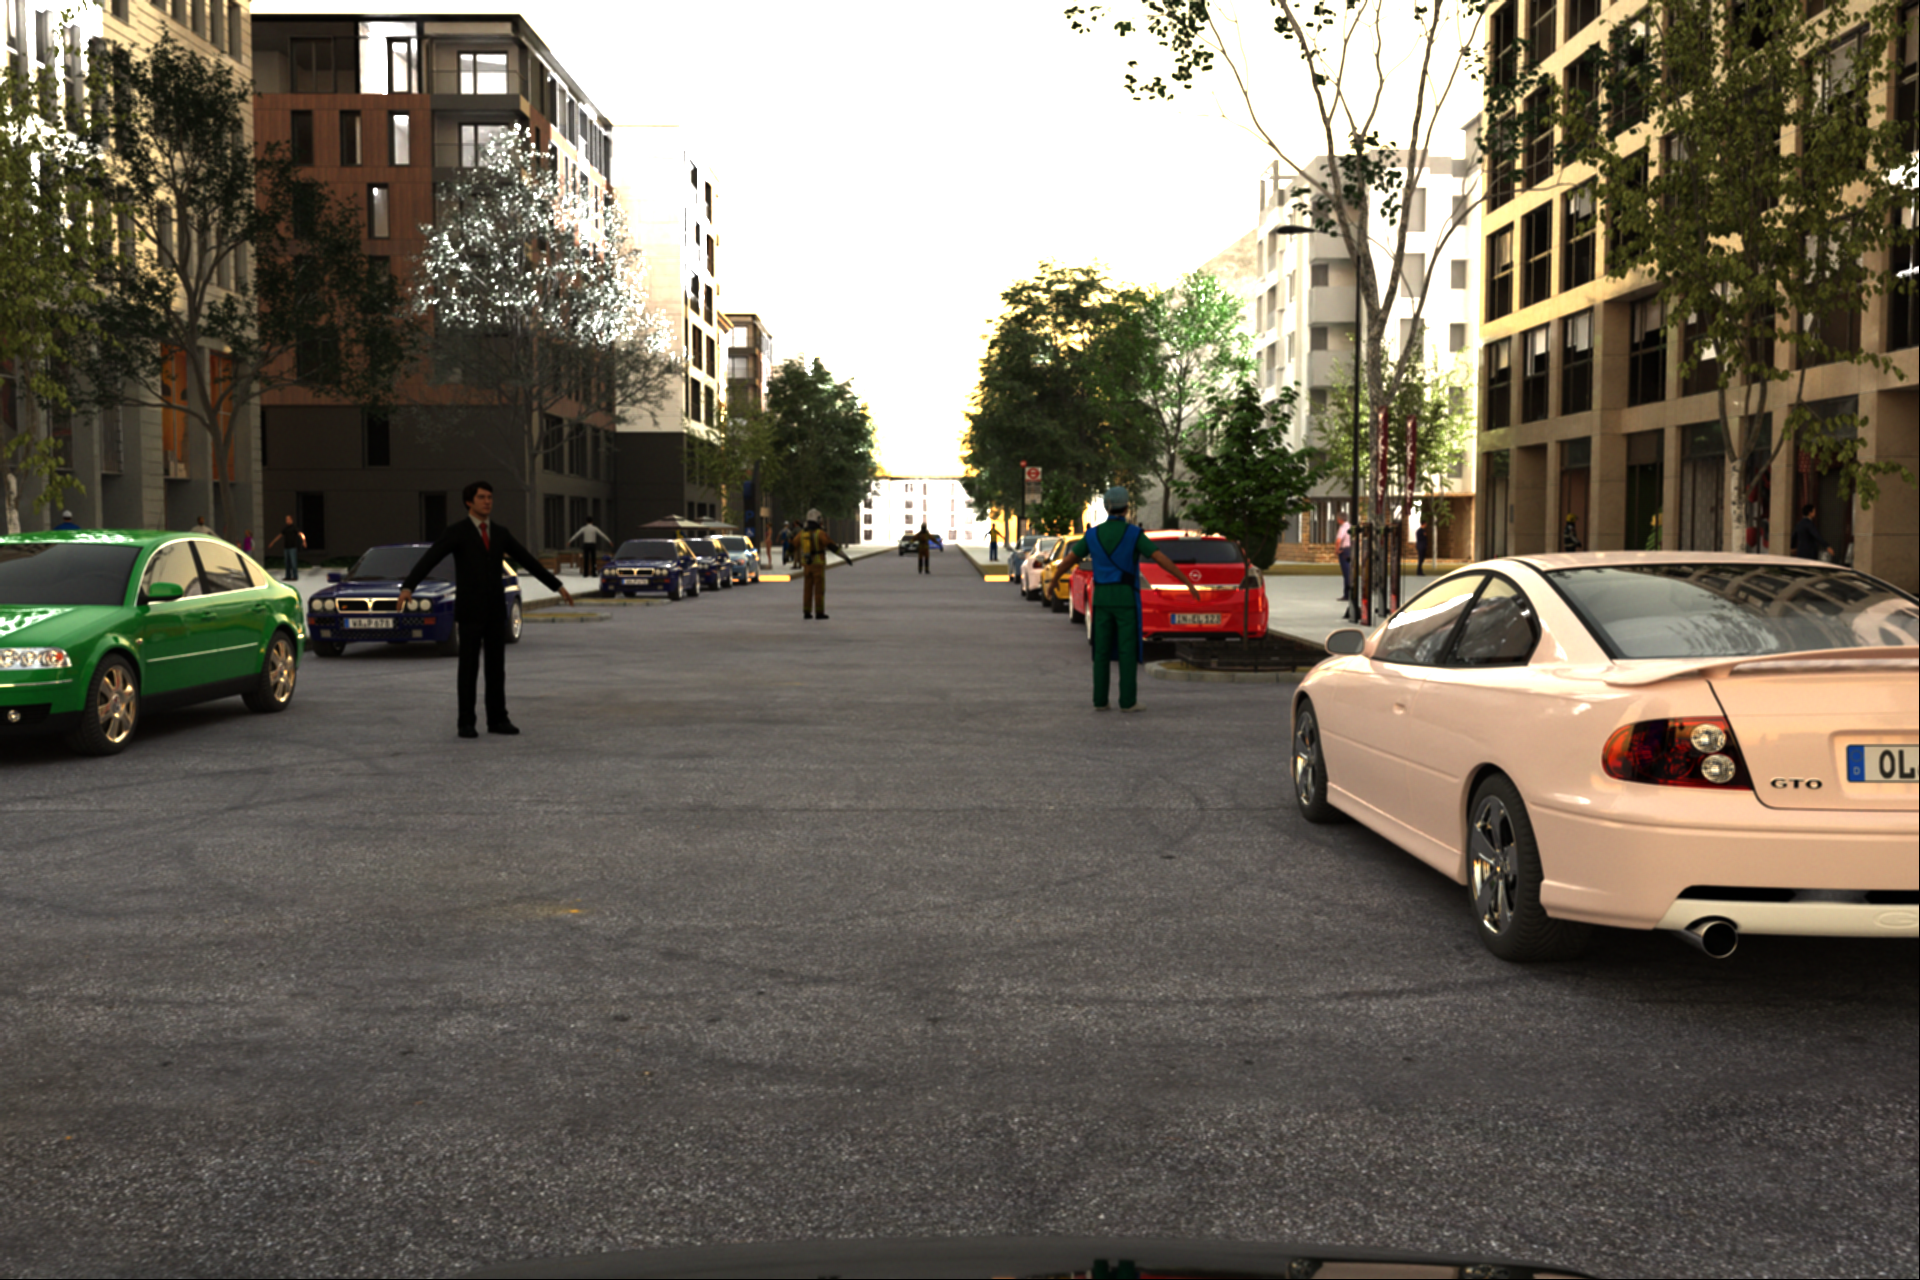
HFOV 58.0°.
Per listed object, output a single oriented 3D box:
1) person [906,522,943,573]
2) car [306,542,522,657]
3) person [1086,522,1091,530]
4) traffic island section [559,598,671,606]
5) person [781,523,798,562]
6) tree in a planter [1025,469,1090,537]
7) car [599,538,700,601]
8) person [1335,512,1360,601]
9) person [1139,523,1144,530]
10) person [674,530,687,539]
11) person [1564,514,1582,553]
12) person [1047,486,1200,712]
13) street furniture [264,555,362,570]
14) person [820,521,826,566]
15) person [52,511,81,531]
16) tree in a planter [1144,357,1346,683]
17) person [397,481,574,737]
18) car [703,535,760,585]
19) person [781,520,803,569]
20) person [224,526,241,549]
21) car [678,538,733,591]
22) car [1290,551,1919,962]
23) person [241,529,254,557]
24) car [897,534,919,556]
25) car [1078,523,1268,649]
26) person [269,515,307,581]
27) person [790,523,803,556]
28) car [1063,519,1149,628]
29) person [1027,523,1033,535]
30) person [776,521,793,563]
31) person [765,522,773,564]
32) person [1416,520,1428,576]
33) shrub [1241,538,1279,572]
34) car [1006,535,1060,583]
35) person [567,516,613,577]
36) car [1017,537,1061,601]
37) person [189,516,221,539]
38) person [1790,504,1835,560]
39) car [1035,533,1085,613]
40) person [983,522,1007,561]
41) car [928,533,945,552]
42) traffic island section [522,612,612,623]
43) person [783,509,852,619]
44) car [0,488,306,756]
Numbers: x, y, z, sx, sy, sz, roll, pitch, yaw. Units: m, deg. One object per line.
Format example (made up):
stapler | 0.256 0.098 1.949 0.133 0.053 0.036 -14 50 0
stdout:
person | -1.313 -3.349 62.983 1.354 1.858 0.705 -1 4 -15
car | -6.676 -0.543 21.464 1.945 1.354 3.894 0 3 0
person | 6.270 -4.834 84.823 0.705 1.856 1.354 3 5 39
traffic island section | -6.959 -0.761 35.306 1.991 0.108 1.994 0 4 1
person | -7.491 -4.419 78.473 1.346 1.802 0.704 1 4 12
tree in a planter | 2.698 -3.111 48.080 1.991 3.239 1.994 0 4 -1
car | -6.864 -1.584 38.475 1.945 1.354 3.894 0 3 0
person | 7.381 -1.610 33.306 0.756 1.711 0.436 -3 4 -36
person | 8.445 -4.573 80.898 1.346 1.812 0.704 1 4 22
person | -11.970 -4.164 74.537 0.721 1.772 1.216 -3 5 -39
person | 17.267 -2.637 48.880 0.704 1.858 1.351 0 4 6
person | 1.283 -0.334 14.040 1.347 1.817 0.704 2 4 29
street furniture | -26.675 -2.990 64.519 10.072 0.657 5.734 0 4 8
person | -5.639 -3.907 70.002 0.705 1.813 1.348 2 4 26
person | -21.569 -2.202 41.888 1.347 1.842 0.705 -2 4 -31
tree in a planter | 2.921 -1.246 17.595 1.991 3.239 1.994 0 4 -1
person | -3.397 -0.226 12.336 1.347 1.806 0.705 -3 5 -42
car | -6.814 -2.326 50.038 2.014 1.417 4.499 0 3 0
person | -6.001 -3.509 63.637 0.705 1.796 1.348 3 5 42
person | -18.736 -2.355 44.618 0.704 1.816 1.345 -2 4 -31
car | -6.949 -1.980 44.954 1.945 1.354 3.894 0 4 0
car | 2.678 0.316 7.201 2.083 1.381 4.827 0 4 -2
person | -22.357 -2.750 54.225 0.991 1.433 0.599 3 4 39
car | -3.206 -6.491 115.914 2.009 1.686 4.222 0 4 -1
car | 2.556 -0.737 21.092 2.155 1.783 4.494 0 4 -1
person | -18.394 -2.526 47.523 1.348 1.803 0.705 2 4 25
person | -8.198 -5.028 88.345 1.345 1.843 0.704 3 5 42
car | 2.693 -1.074 26.608 2.155 1.783 4.494 0 4 -1
person | 3.486 -4.812 84.858 0.705 1.806 1.347 1 4 19
person | -7.699 -4.347 76.928 1.347 1.847 0.705 3 4 36
person | -7.468 -3.679 66.956 0.721 1.733 1.217 0 4 -7
person | 14.132 -2.815 52.995 0.541 1.710 0.530 -3 4 -38
shrub | 9.564 -3.209 56.502 1.661 2.075 1.752 0 3 0
car | 2.399 -2.417 51.518 2.014 1.417 4.499 0 4 -2
person | -11.006 -2.773 51.500 1.344 1.810 0.704 -1 4 -11
car | 2.342 -1.610 38.692 2.083 1.381 4.827 0 4 0
person | -22.594 -2.785 51.618 1.344 1.819 0.704 -3 4 -38
person | 15.414 -1.554 31.464 0.704 1.823 1.345 0 4 -3
car | 2.482 -1.395 33.026 2.015 1.641 3.980 0 4 -1
person | 1.599 -4.624 81.564 1.349 1.833 0.705 -2 4 -33
car | -2.210 -8.025 140.799 1.945 1.707 3.694 0 4 -1
traffic island section | -6.886 -0.367 28.868 1.991 0.108 1.994 0 4 -1
person | -2.451 -1.286 29.253 1.354 1.858 0.705 2 4 27
car | -6.336 -0.231 12.580 1.959 1.807 4.718 0 4 0
